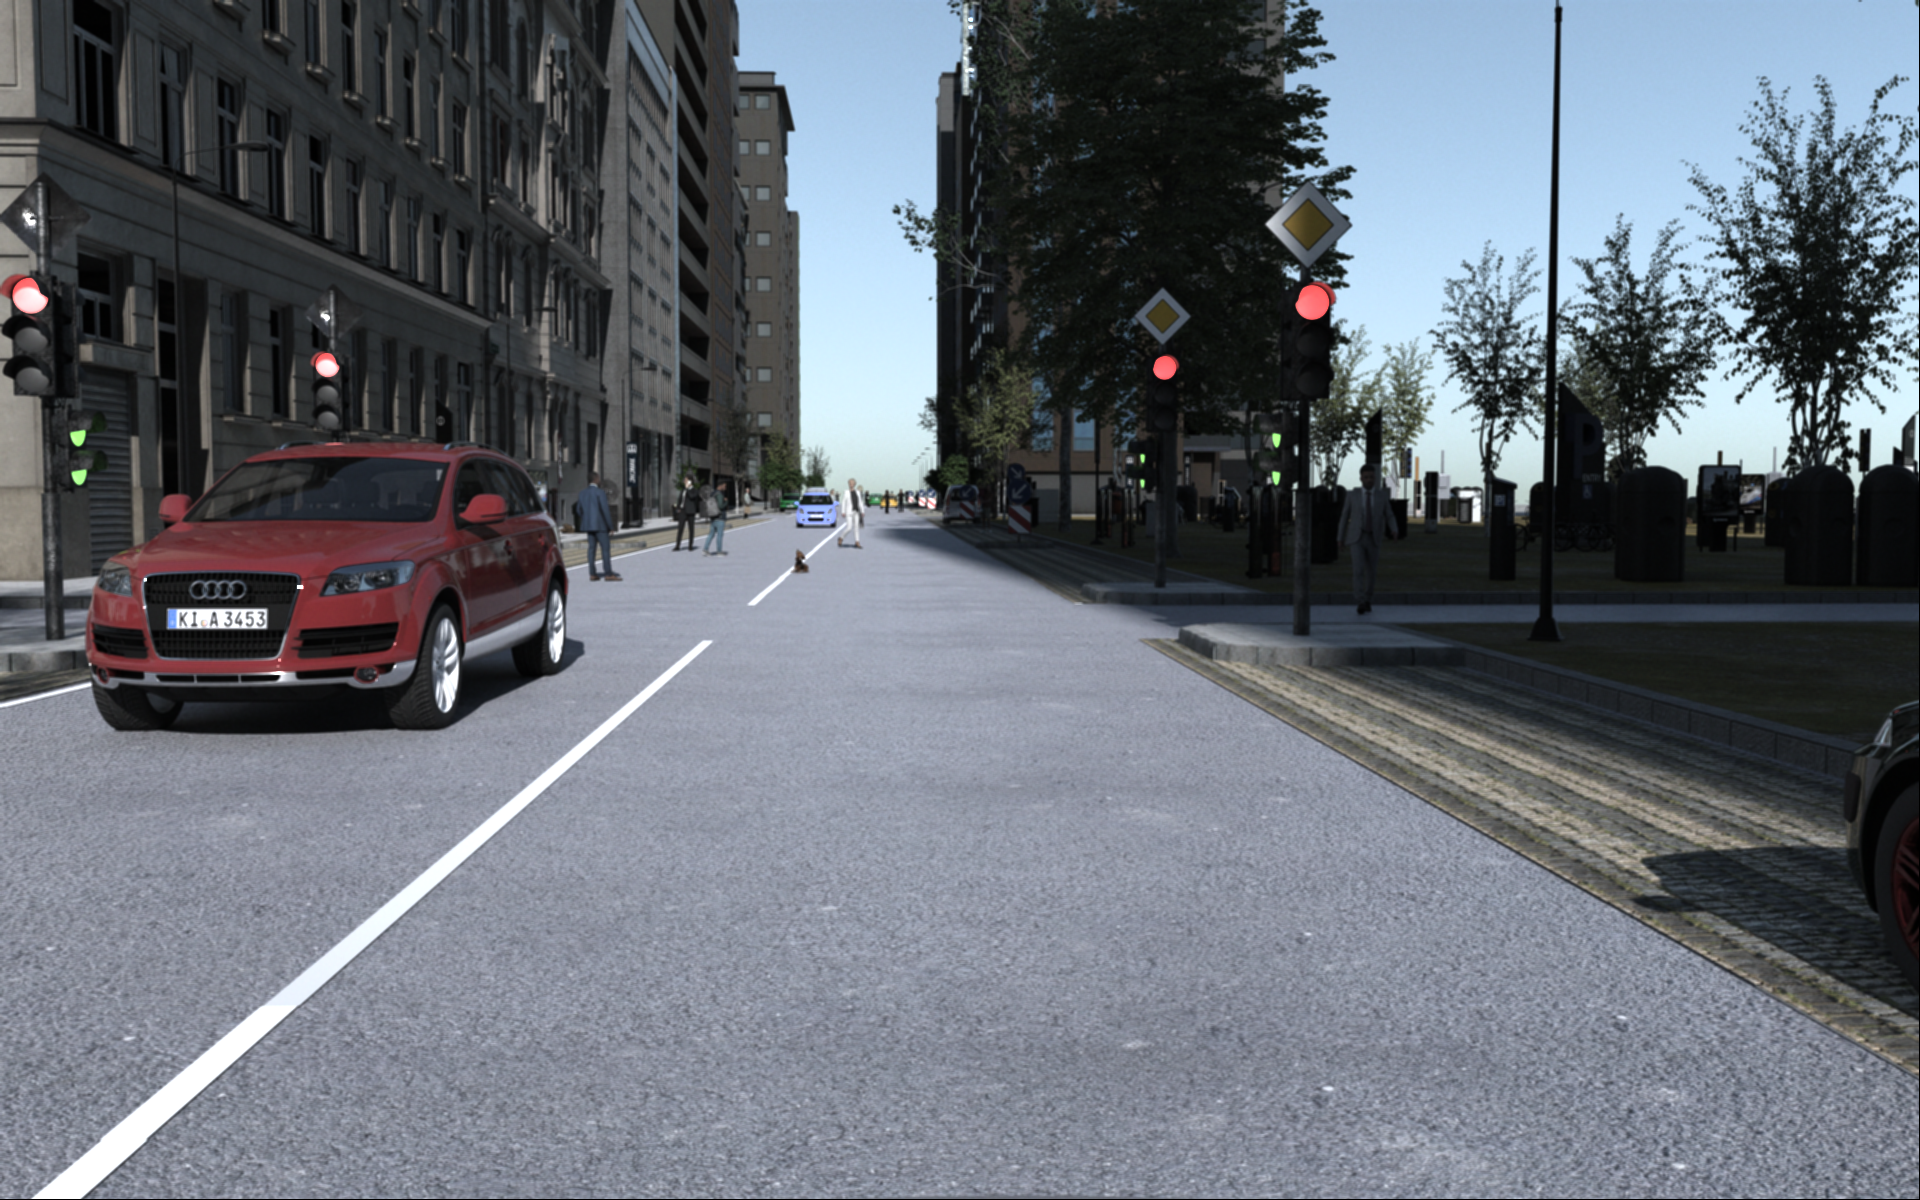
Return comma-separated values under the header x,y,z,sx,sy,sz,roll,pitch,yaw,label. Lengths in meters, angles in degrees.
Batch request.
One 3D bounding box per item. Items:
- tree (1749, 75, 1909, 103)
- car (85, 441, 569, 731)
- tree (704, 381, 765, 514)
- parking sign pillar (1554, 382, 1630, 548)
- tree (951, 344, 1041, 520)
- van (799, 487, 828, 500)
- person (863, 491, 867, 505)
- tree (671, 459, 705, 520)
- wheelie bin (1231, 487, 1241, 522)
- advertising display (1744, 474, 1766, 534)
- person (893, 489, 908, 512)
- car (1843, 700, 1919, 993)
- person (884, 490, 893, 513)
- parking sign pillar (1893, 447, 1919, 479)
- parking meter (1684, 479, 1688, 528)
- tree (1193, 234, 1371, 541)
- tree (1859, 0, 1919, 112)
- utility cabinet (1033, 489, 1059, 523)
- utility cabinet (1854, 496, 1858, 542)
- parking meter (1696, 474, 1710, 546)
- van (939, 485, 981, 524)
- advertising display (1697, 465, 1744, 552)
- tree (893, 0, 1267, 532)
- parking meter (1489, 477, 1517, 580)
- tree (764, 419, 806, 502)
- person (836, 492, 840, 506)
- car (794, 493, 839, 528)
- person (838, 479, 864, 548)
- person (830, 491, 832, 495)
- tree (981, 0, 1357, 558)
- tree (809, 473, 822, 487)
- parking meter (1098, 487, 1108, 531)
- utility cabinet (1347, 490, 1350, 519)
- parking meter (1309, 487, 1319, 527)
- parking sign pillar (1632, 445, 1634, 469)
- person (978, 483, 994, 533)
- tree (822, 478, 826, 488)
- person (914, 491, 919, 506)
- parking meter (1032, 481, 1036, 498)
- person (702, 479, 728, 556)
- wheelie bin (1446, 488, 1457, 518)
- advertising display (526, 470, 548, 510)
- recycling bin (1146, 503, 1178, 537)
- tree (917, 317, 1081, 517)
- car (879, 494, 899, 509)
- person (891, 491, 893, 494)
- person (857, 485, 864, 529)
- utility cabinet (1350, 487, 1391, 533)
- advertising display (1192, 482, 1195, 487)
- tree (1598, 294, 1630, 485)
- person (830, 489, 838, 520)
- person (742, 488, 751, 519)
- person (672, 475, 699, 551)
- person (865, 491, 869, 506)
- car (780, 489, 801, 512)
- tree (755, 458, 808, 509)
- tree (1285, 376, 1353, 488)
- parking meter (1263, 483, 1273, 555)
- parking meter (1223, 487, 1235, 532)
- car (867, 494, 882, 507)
x,y,z,sx,sy,sz,roll,pitch,yaw,label
14.645,-4.856,29.763,4.360,8.622,3.978,0,3,0,tree
-4.169,-0.215,12.194,2.281,1.827,5.304,0,4,-1,car
-14.447,-9.883,111.947,4.360,8.622,3.978,0,3,0,tree
15.046,-3.272,41.968,1.447,3.967,1.447,-2,4,-33,parking sign pillar
1.962,-8.176,84.048,4.737,8.622,4.395,0,3,0,tree
-8.598,-5.913,103.693,2.013,2.044,4.112,0,4,-4,van
-12.096,-13.115,222.915,1.348,1.826,0.705,-2,4,-34,person
-13.478,-5.658,87.110,1.663,3.219,1.824,0,3,0,tree
12.590,-4.407,79.967,0.693,1.594,0.980,1,4,18,wheelie bin
25.604,-3.113,56.109,0.123,1.923,0.974,-2,4,-30,advertising display
-4.715,-7.919,138.003,1.348,1.821,0.705,2,4,26,person
3.602,0.377,3.618,2.009,1.686,4.222,0,4,-2,car
-5.341,-7.309,128.721,0.721,1.735,1.217,-2,4,-30,person
53.634,-6.713,98.223,1.447,3.967,1.447,0,4,4,parking sign pillar
27.603,-3.706,66.297,0.255,1.863,0.399,-3,5,-43,parking meter
8.142,-5.905,46.905,4.737,8.622,4.395,0,3,0,tree
6.539,-3.636,9.810,4.737,8.622,4.395,0,3,0,tree
3.786,-4.153,76.574,1.173,1.500,0.318,-2,4,-26,utility cabinet
24.299,-2.124,45.895,1.020,1.237,0.306,2,4,35,utility cabinet
18.293,-2.249,42.475,0.399,1.863,0.255,0,4,0,parking meter
0.084,-4.402,78.988,2.013,2.044,4.112,0,4,-2,van
16.846,-2.033,38.446,0.974,1.923,0.123,-1,4,-12,advertising display
4.105,-12.450,59.443,12.611,20.169,13.585,0,3,0,tree
8.106,-1.066,25.843,0.372,1.533,0.369,0,3,0,parking meter
-17.364,-13.359,168.786,4.737,8.622,4.395,0,3,0,tree
-14.886,-12.397,211.993,0.742,1.727,0.445,1,4,23,person
-6.196,-3.990,74.833,1.945,1.707,3.694,0,4,-4,car
-2.888,-2.289,45.803,0.818,1.842,0.514,3,5,41,person
-14.470,-11.358,194.290,0.705,1.812,1.348,1,4,14,person
4.100,-7.108,34.350,7.486,12.596,7.792,0,3,0,tree
-17.984,-12.377,186.076,4.285,4.588,4.351,0,3,0,tree
4.915,-3.135,59.663,0.372,1.533,0.369,0,3,0,parking meter
19.481,-4.878,88.426,1.173,1.500,0.318,-2,4,-35,utility cabinet
13.602,-3.558,66.580,0.372,1.533,0.369,0,3,0,parking meter
36.309,-6.524,95.141,1.447,3.967,1.447,1,4,22,parking sign pillar
0.922,-3.391,63.911,0.580,1.828,0.573,-1,4,-15,person
-20.815,-16.182,248.295,4.285,4.588,4.351,0,3,0,tree
-5.098,-11.896,202.863,0.599,1.838,0.709,3,5,39,person
3.205,-4.394,77.556,0.399,1.863,0.255,0,4,-2,parking meter
-5.569,-1.893,39.803,0.623,1.781,0.721,3,5,44,person
26.683,-5.265,93.994,0.693,1.594,0.980,0,4,4,wheelie bin
-11.375,-2.526,46.513,0.123,1.923,0.974,1,4,18,advertising display
5.994,-2.376,51.398,0.722,1.027,0.722,3,4,36,recycling bin
1.914,-9.640,92.032,8.767,10.594,7.601,-1,4,-13,tree
-6.901,-9.676,168.418,2.015,1.641,3.980,0,4,-3,car
-9.463,-14.255,241.576,0.705,1.824,1.348,-1,4,-20,person
-4.248,-3.882,72.148,0.526,1.800,0.537,1,4,21,person
13.473,-2.937,56.694,1.173,1.500,0.318,0,4,4,utility cabinet
12.692,-5.452,94.349,0.123,1.923,0.974,0,4,5,advertising display
23.839,-6.809,61.692,4.360,8.622,3.978,0,3,0,tree
-6.952,-5.210,94.693,0.512,1.701,0.522,-1,4,-22,person
-11.966,-5.387,97.070,0.515,1.767,0.782,0,4,-3,person
-6.906,-2.191,43.691,0.648,1.900,0.474,1,4,16,person
-10.755,-11.837,202.172,0.705,1.807,1.348,-2,4,-30,person
-13.371,-7.876,137.569,1.959,1.807,4.718,0,4,-2,car
-16.675,-10.438,154.380,4.285,4.588,4.351,0,3,0,tree
19.862,-8.877,95.505,4.360,8.622,3.978,0,3,0,tree
6.596,-1.739,36.848,0.372,1.533,0.369,0,3,0,parking meter
9.128,-3.083,58.811,0.372,1.533,0.369,0,3,0,parking meter
-9.249,-11.121,190.625,1.959,1.807,4.718,0,4,-4,car
